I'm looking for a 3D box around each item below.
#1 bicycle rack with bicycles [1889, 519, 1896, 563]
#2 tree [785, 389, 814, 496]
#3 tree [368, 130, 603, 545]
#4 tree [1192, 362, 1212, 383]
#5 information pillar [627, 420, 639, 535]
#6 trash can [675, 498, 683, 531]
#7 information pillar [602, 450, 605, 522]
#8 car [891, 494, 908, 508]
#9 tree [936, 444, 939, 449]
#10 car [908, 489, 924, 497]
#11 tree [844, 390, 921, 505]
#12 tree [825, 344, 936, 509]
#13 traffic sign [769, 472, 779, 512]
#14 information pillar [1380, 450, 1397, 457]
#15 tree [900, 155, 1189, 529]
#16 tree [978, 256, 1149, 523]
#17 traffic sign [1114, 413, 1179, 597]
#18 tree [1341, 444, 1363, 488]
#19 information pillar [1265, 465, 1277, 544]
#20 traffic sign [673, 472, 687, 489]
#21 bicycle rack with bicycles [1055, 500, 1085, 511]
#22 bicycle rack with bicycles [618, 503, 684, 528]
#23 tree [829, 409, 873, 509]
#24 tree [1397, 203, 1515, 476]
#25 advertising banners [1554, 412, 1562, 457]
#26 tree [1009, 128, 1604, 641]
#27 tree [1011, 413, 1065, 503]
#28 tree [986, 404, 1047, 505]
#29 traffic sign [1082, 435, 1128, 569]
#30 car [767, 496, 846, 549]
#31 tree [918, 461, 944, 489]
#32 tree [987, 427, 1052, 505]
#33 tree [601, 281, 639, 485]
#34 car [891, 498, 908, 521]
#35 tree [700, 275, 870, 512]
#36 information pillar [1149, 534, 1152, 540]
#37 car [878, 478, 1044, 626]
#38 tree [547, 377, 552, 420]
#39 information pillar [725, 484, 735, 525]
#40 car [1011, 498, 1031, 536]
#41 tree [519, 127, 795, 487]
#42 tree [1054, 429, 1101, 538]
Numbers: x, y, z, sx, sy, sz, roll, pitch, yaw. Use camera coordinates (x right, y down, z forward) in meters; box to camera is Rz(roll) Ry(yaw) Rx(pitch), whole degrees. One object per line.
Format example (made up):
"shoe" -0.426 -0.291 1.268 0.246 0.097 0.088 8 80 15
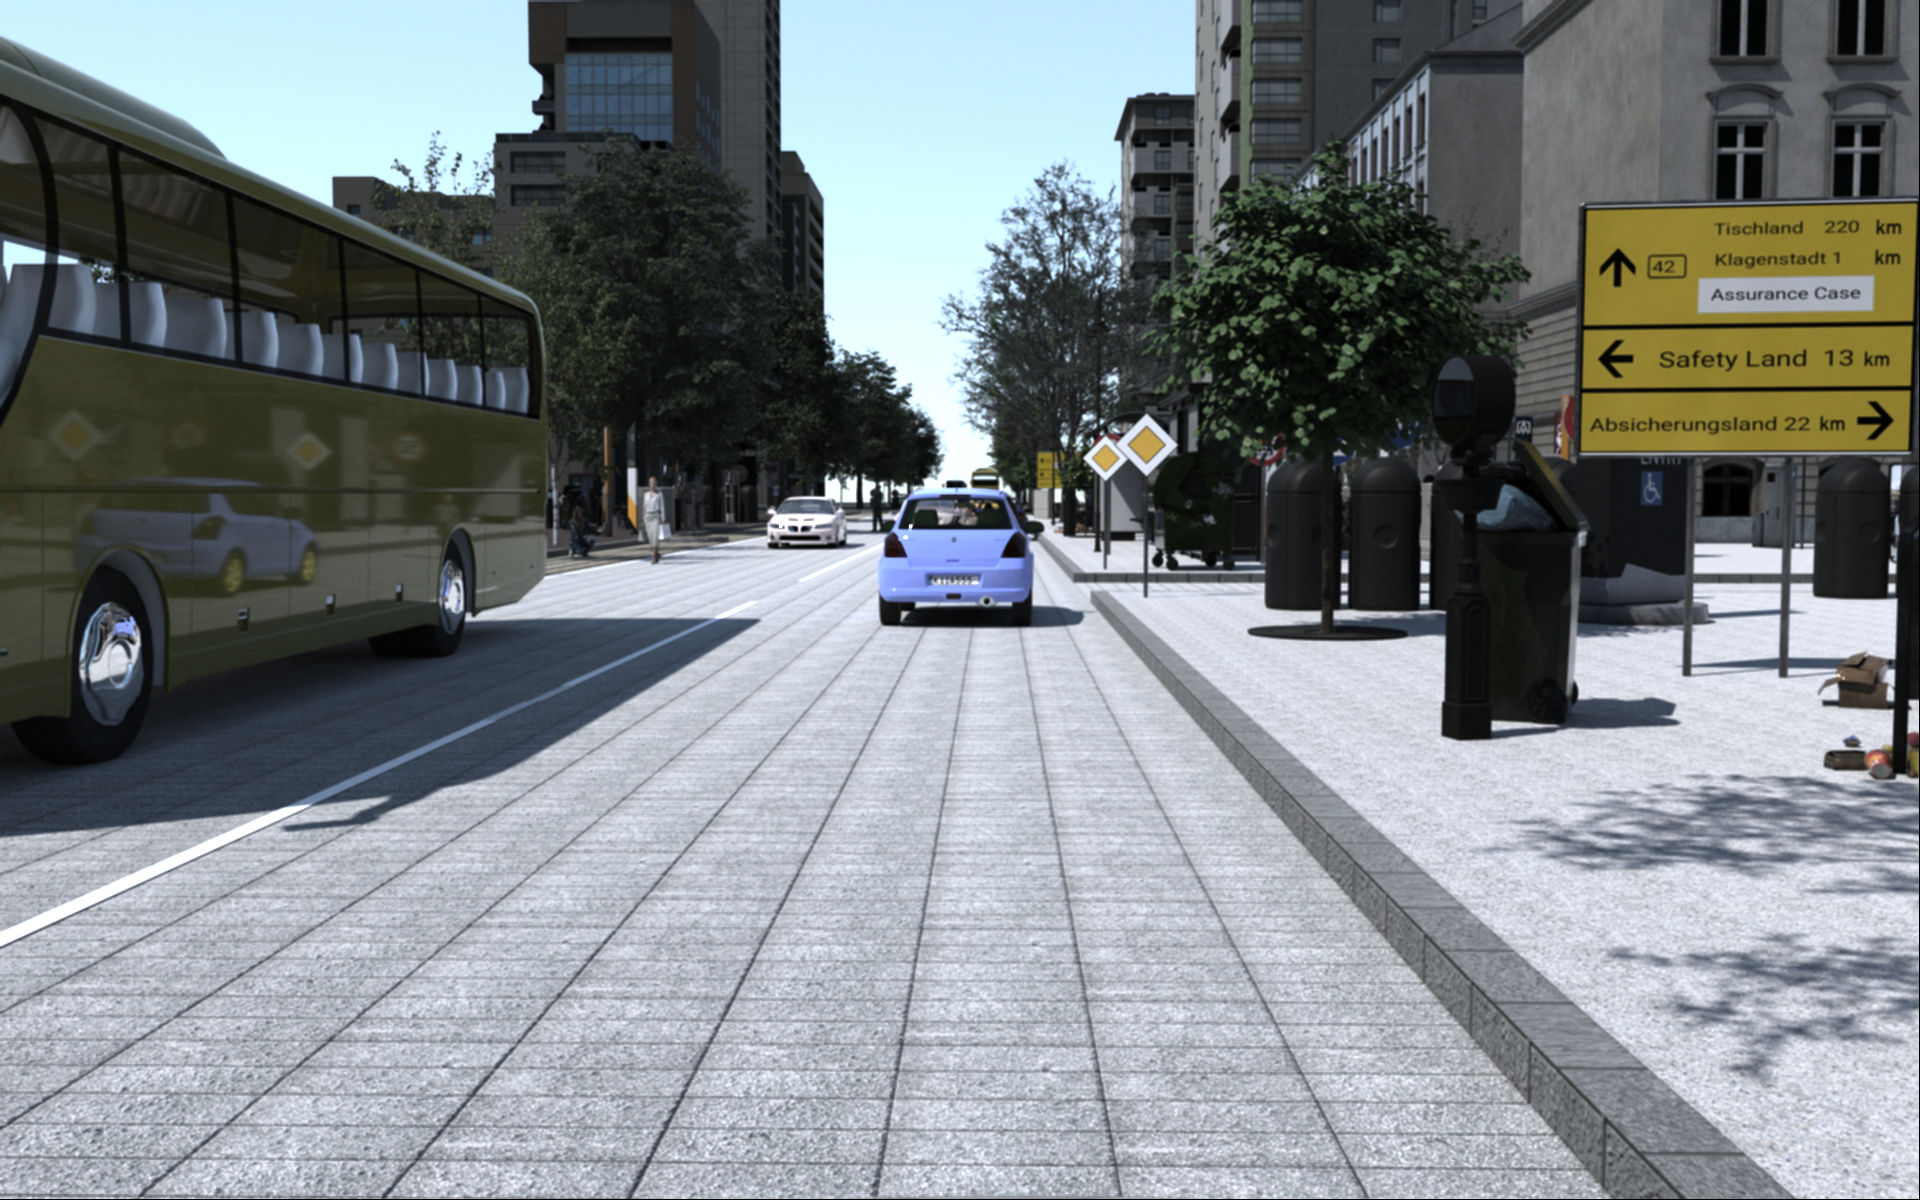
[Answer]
"bicycle rack with bicycles" 18.293 -1.208 33.134 2.852 0.926 2.925 0 4 -2
"tree" -9.902 -9.978 113.499 4.737 8.622 4.395 0 3 0
"tree" -10.598 -5.252 36.227 4.737 8.622 4.395 0 3 0
"tree" 12.097 -7.627 75.064 4.737 8.622 4.395 0 3 0
"information pillar" -10.386 -3.893 55.005 0.183 3.616 0.504 -3 5 -43
"trash can" -9.938 -2.946 59.825 0.748 1.137 0.748 0 3 0
"information pillar" -16.276 -5.370 79.152 0.183 3.616 0.504 -1 4 -15
"car" -5.444 -9.389 162.301 1.959 1.807 4.718 0 4 3
"tree" -7.196 -20.707 245.211 9.857 13.997 8.962 0 3 0
"car" -2.363 -6.724 118.615 2.281 1.827 5.304 0 4 3
"tree" -8.441 -17.033 196.613 7.486 12.596 7.792 0 3 0
"tree" -8.472 -14.756 147.913 9.857 13.997 8.962 0 3 0
"traffic sign" -10.401 -5.975 97.800 0.768 2.556 0.104 1 4 10
"information pillar" 5.506 -1.888 22.229 0.183 3.616 0.504 0 4 -2
"tree" 4.062 -9.389 63.882 12.009 13.543 11.850 0 3 0
"tree" 4.567 -9.244 76.895 9.928 11.665 9.643 0 3 0
"traffic sign" 2.302 -1.088 21.438 0.795 2.450 0.064 0 4 1
"tree" 14.174 -6.849 62.344 4.737 8.622 4.395 0 3 0
"information pillar" 7.464 -3.064 41.449 0.504 3.616 0.183 2 4 26
"traffic sign" -12.716 -4.683 78.692 0.606 2.300 0.079 0 4 2
"bicycle rack with bicycles" 6.795 -5.523 103.687 2.925 0.926 2.852 1 4 15
"bicycle rack with bicycles" -12.032 -3.238 66.331 2.852 0.926 2.925 2 4 29
"tree" -8.925 -11.202 133.509 4.360 8.622 3.978 0 3 0
"tree" 12.297 -5.761 44.562 4.360 8.622 3.978 0 3 0
"advertising banners" 12.683 -2.542 37.743 0.090 3.025 2.074 -1 4 -8
"tree" 3.315 -1.961 15.784 4.285 4.588 4.351 0 3 0
"tree" 6.527 -11.781 142.981 4.737 8.622 4.395 0 3 0
"tree" 6.347 -16.729 191.645 7.486 12.596 7.792 0 3 0
"traffic sign" 2.469 -1.577 29.422 0.795 2.450 0.064 0 4 1
"car" -4.121 -2.125 47.098 2.083 1.381 4.827 0 4 1
"tree" -6.237 -20.210 264.846 8.767 10.594 7.601 -2 4 -34
"tree" 7.797 -17.750 207.222 9.611 12.733 9.660 0 3 0
"tree" -10.129 -5.686 43.334 4.737 8.622 4.395 0 3 0
"car" -0.729 -1.931 43.928 2.083 1.381 4.827 0 4 0
"tree" -9.252 -10.629 90.791 9.611 12.733 9.660 0 3 0
"information pillar" 5.480 -2.677 48.254 0.304 2.012 0.304 -3 5 -45
"car" 0.013 -0.649 20.199 1.945 1.707 3.694 0 4 2
"tree" -19.232 -7.565 74.044 4.360 8.622 3.978 0 3 0
"information pillar" -9.701 -4.193 73.051 0.304 2.012 0.304 1 4 12
"car" 1.267 -2.561 54.454 1.945 1.354 3.894 0 4 2
"tree" -10.837 -9.472 61.525 9.857 13.997 8.962 0 3 0
"tree" 3.714 -3.472 51.364 1.663 3.219 1.824 0 3 0
